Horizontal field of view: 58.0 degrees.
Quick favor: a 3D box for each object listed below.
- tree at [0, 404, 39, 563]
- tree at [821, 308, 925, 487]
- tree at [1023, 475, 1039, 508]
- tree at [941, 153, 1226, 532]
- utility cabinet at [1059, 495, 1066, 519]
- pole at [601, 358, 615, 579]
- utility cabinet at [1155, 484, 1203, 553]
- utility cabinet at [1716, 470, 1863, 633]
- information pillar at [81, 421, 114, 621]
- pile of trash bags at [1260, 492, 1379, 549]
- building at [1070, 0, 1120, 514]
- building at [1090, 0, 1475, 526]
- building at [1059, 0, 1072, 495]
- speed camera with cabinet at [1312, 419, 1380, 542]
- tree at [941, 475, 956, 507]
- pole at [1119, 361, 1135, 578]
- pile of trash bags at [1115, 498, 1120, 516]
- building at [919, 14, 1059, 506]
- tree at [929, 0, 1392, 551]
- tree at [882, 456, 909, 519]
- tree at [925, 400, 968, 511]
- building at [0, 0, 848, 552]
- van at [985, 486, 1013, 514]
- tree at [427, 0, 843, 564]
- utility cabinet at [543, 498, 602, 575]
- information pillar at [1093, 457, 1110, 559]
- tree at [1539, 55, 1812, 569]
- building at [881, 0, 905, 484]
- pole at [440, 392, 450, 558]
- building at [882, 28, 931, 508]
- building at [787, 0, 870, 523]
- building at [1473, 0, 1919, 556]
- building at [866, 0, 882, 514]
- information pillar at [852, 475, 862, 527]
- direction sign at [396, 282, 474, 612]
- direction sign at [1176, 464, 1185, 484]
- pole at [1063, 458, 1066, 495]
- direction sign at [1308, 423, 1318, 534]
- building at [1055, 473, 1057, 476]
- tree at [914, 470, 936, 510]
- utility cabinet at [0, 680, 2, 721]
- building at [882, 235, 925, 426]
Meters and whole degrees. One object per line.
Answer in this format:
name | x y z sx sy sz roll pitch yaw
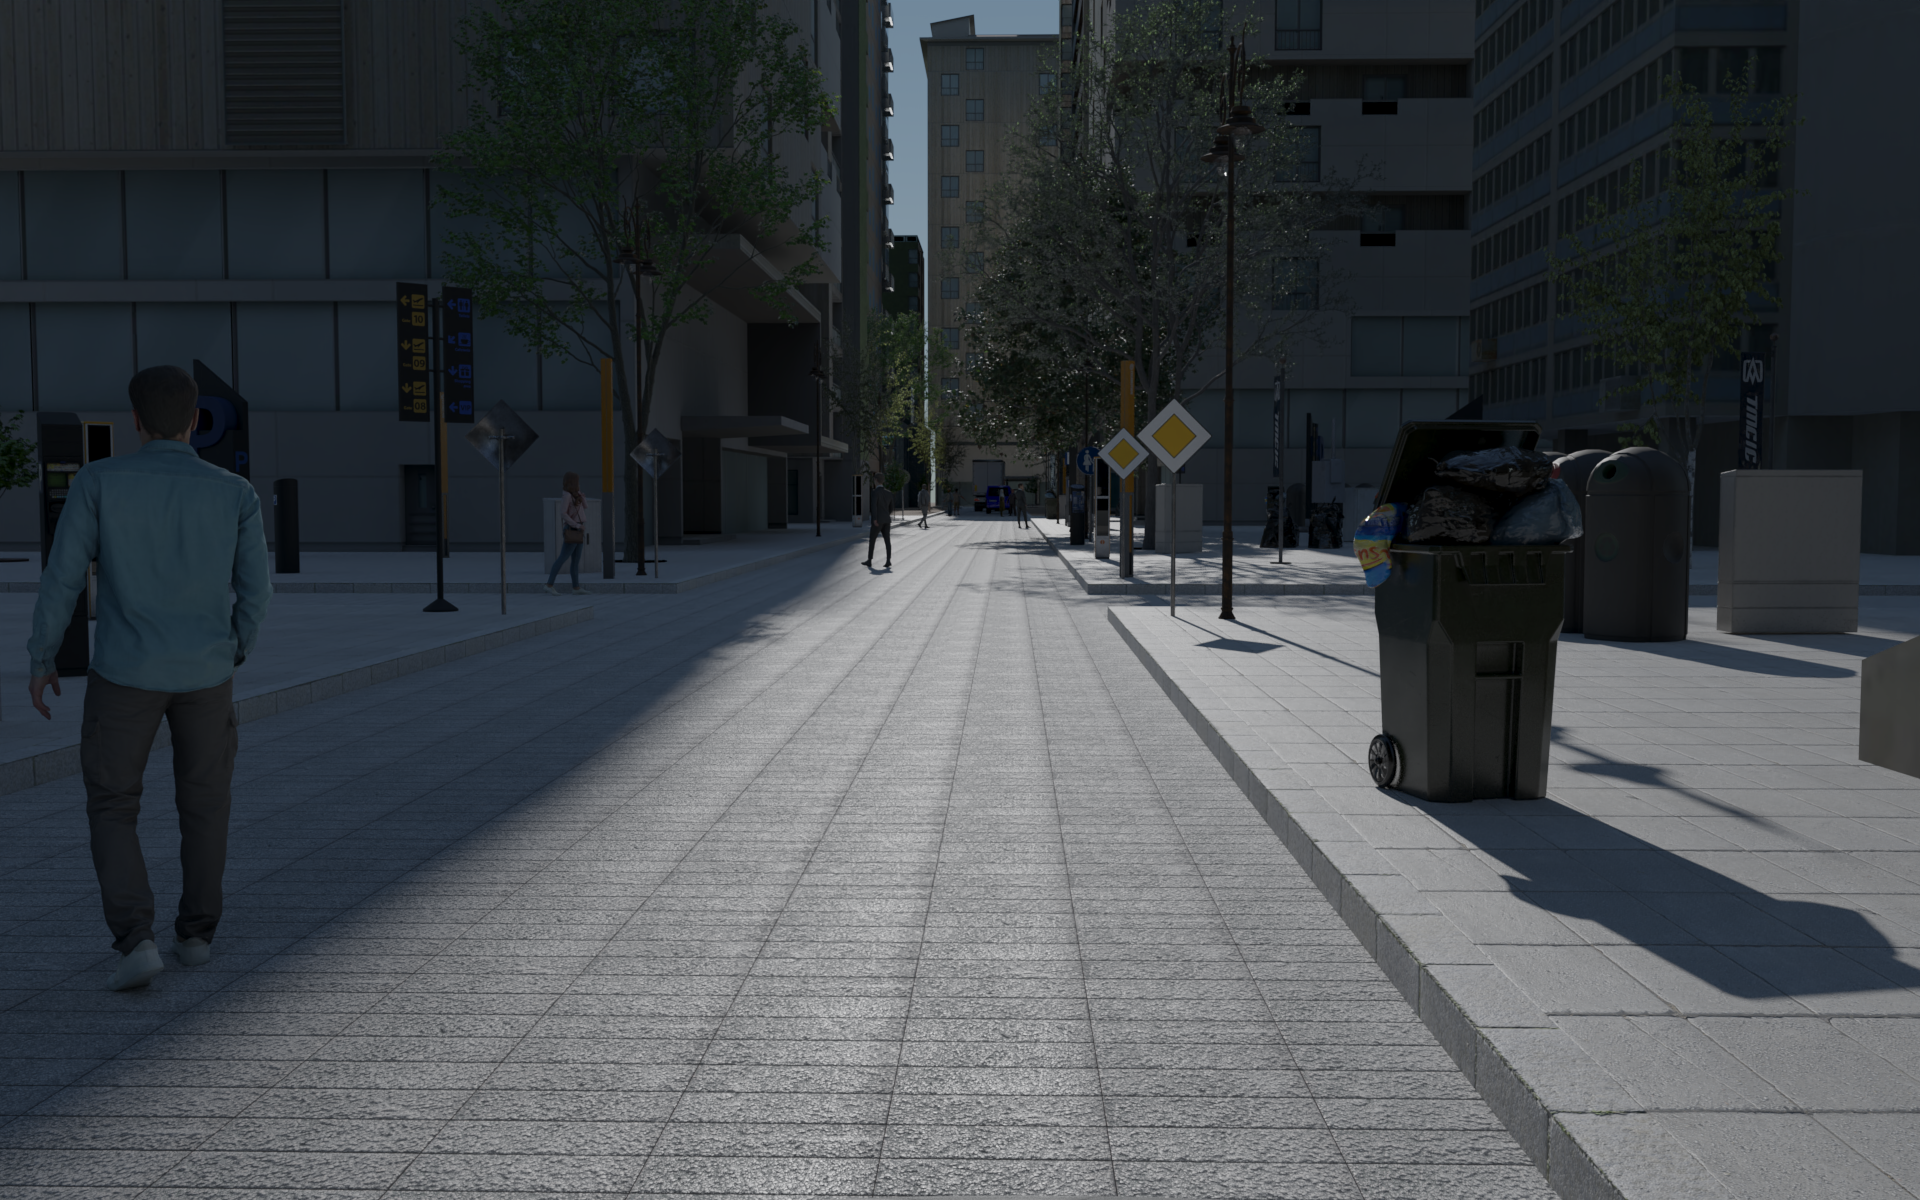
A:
tree | -18.177 -2.327 32.649 1.663 3.219 1.824 0 3 0
tree | -3.912 -7.281 69.409 4.360 8.622 3.978 0 3 0
tree | 6.998 -10.391 164.495 1.663 3.219 1.824 0 3 0
tree | 4.119 -8.623 57.989 9.611 12.733 9.660 0 3 0
utility cabinet | 5.193 -4.852 90.494 1.020 1.237 0.306 -2 4 -24
pole | -5.317 -1.976 26.151 0.158 3.312 0.155 0 3 0
utility cabinet | 4.733 -1.761 37.477 1.173 1.500 0.318 -3 5 -40
utility cabinet | 7.604 -0.442 15.902 1.173 1.500 0.318 0 4 -2
information pillar | -8.830 -0.806 17.665 0.304 2.012 0.304 3 4 36
pile of trash bags | 8.804 -1.927 41.265 3.447 1.369 1.912 2 4 32
building | 18.633 -30.255 118.379 21.300 48.544 21.600 0 4 2
building | 20.131 -30.129 81.852 28.713 52.752 27.495 0 4 2
building | 14.749 -27.724 136.887 14.154 41.232 14.086 0 4 2
speed camera with cabinet | 10.300 -3.156 45.936 2.038 3.252 0.660 -2 4 -29
tree | -1.351 -11.223 178.094 1.663 3.219 1.824 0 3 0
pole | 2.566 -2.003 26.593 0.158 3.312 0.155 0 3 0
pile of trash bags | 10.649 -5.459 99.010 3.447 1.369 1.912 0 4 -6
building | 9.818 -37.346 199.838 27.495 52.752 28.713 0 4 2
tree | 4.520 -7.900 39.540 12.009 13.543 11.850 0 3 0
tree | -3.459 -5.699 87.782 1.663 3.219 1.824 0 3 0
tree | -2.170 -10.861 127.935 4.360 8.622 3.978 0 3 0
building | -17.840 -28.126 49.099 28.713 52.752 27.495 0 4 2
van | 2.893 -7.481 126.692 2.240 2.365 5.245 0 4 3
tree | -6.042 -6.513 32.243 9.928 11.665 9.643 0 3 0
utility cabinet | -6.259 -1.032 28.033 0.306 1.237 1.020 2 4 33
information pillar | 2.806 -1.820 34.244 0.304 2.012 0.304 0 4 -1
tree | 12.438 -4.854 29.719 4.737 8.622 4.395 0 3 0
building | -16.620 -31.286 131.127 23.786 49.044 30.456 0 4 2
pole | -10.377 -2.500 34.725 0.158 3.312 0.155 0 3 0
building | -18.789 -52.020 163.191 31.000 86.520 22.319 0 4 2
building | -11.695 -24.124 78.025 14.154 41.232 14.086 0 4 2
building | 27.228 -21.484 43.142 23.993 40.220 32.217 0 4 2
building | -12.327 -28.034 108.472 14.600 45.320 14.200 0 4 2
information pillar | -3.951 -3.797 66.568 0.304 2.012 0.304 -2 4 -26
direction sign | -5.690 -1.644 18.869 0.876 3.537 0.379 -3 5 -44
direction sign | 8.418 -4.543 66.269 0.379 3.537 0.876 -1 4 -17
pole | 5.944 -6.405 98.561 0.158 3.312 0.155 0 3 0
direction sign | 11.371 -3.886 55.526 0.379 3.537 0.876 1 4 21
building | 20.969 -32.995 159.075 23.786 49.044 30.456 0 4 2
tree | -2.877 -8.887 139.906 1.663 3.219 1.824 0 3 0
utility cabinet | -5.944 0.086 9.752 1.020 1.237 0.306 1 4 12
building | -11.153 -25.879 194.815 14.107 30.474 14.160 0 4 2
